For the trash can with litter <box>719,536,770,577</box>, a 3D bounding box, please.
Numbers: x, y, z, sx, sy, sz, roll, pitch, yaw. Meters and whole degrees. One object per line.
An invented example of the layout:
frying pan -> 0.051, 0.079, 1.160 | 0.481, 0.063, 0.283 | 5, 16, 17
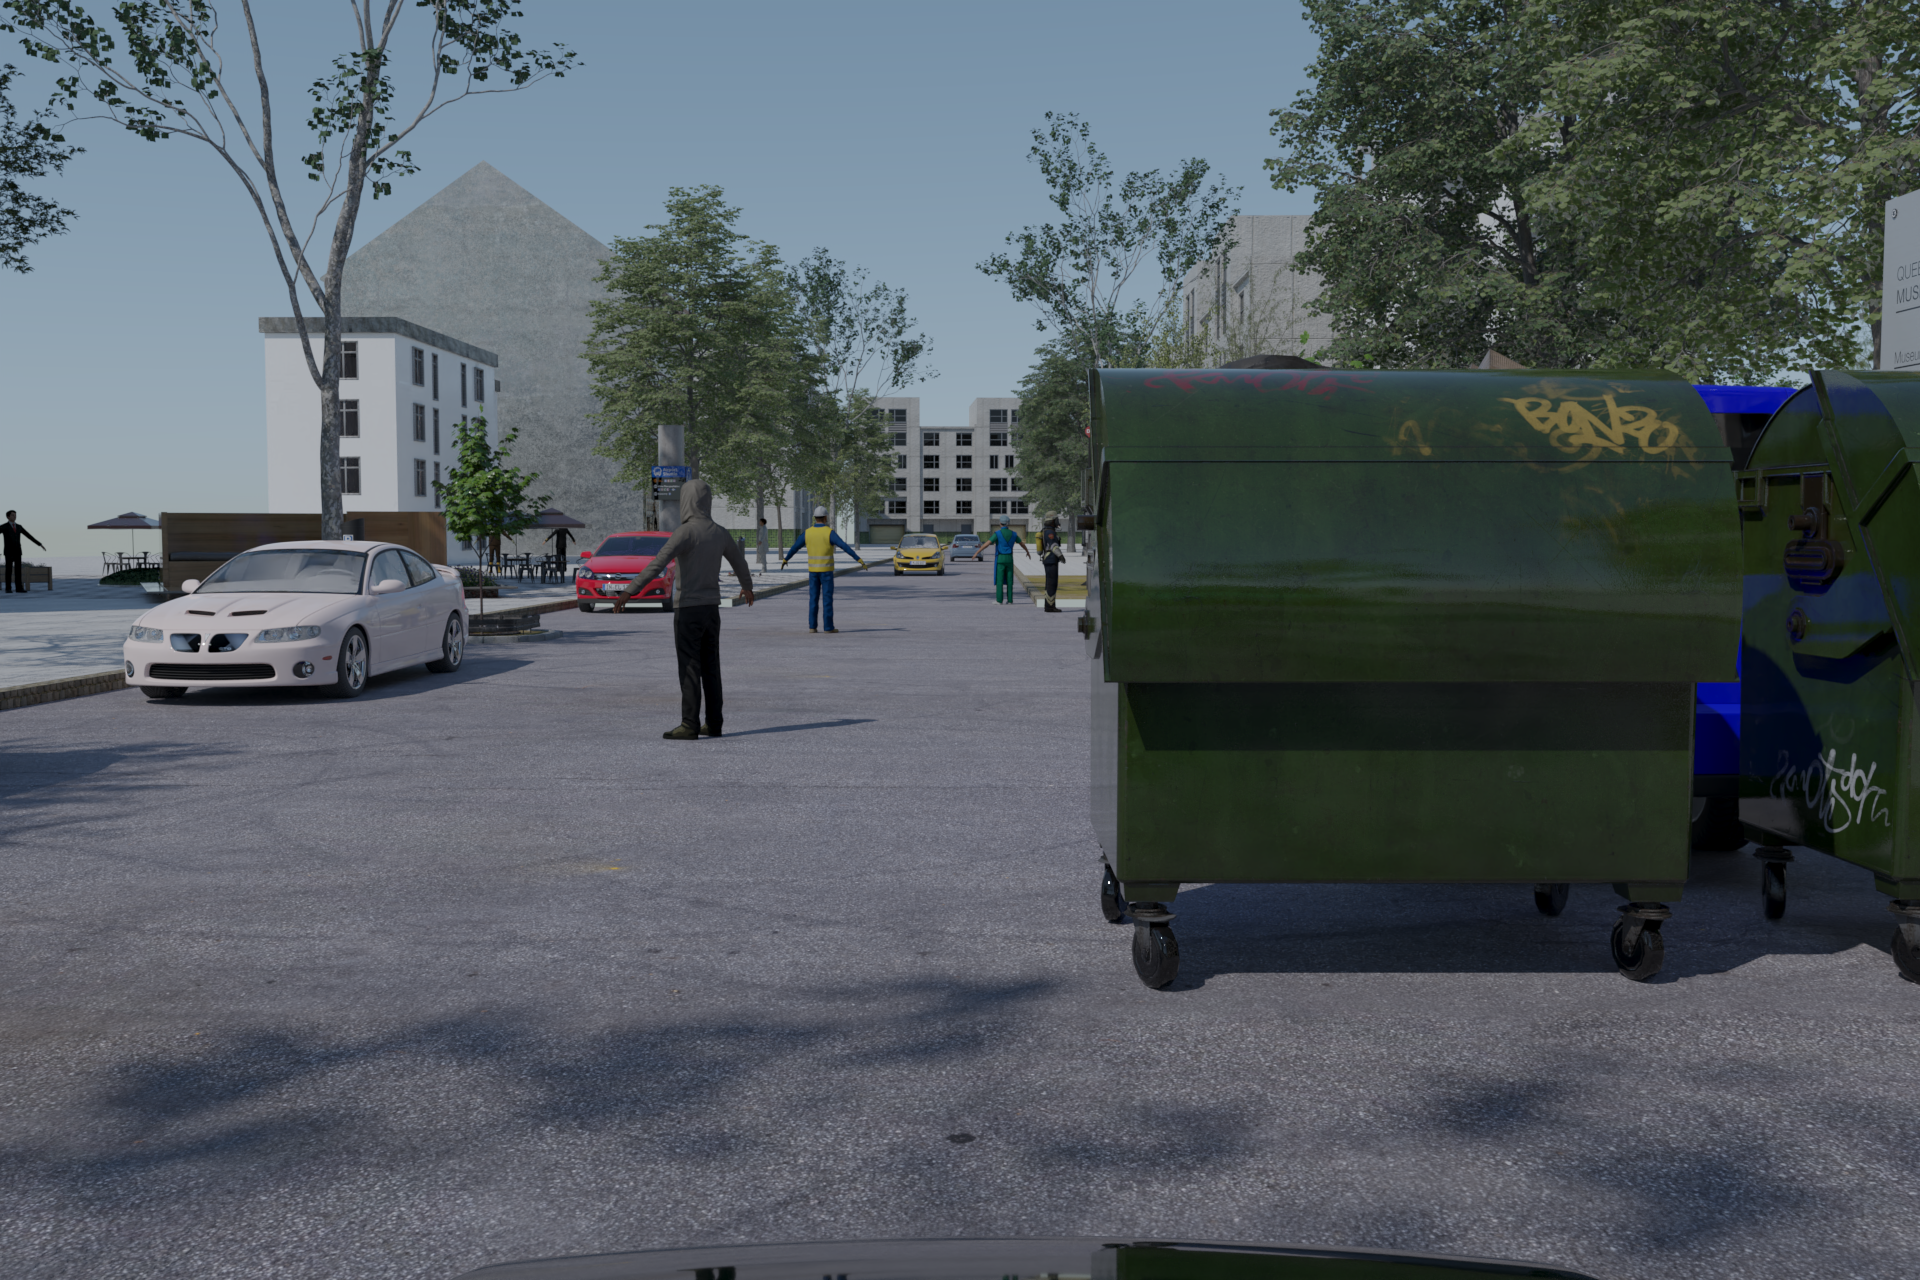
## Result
trash can with litter -> -6.553, -2.571, 53.100 | 1.678, 1.210, 2.233 | 0, 4, 2

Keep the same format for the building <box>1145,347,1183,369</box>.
building -> 27.463, -18.616, 170.835 | 16.747, 18.905, 31.486 | 0, 4, 1

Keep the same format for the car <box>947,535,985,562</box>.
car -> 0.341, -4.821, 90.829 | 2.014, 1.417, 4.499 | 0, 4, 0

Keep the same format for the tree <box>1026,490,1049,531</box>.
tree -> 7.376, -11.428, 137.208 | 4.360, 8.622, 3.978 | 0, 3, 0

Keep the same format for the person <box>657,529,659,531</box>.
person -> -7.661, -2.370, 45.477 | 1.216, 1.740, 0.721 | 1, 4, 16

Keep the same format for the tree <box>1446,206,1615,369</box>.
tree -> 12.297, -5.360, 37.993 | 4.360, 8.622, 3.978 | 0, 3, 0

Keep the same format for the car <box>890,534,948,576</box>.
car -> -1.405, -3.077, 60.528 | 2.015, 1.641, 3.980 | 0, 4, 1

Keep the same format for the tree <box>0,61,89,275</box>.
tree -> -12.221, -5.023, 16.537 | 8.767, 10.594, 7.601 | 3, 5, 40

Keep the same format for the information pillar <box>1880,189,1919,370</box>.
information pillar -> 6.599, -1.236, 11.518 | 0.184, 3.620, 1.656 | 0, 4, 1

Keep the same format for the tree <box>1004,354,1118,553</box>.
tree -> 7.615, -13.007, 119.321 | 9.857, 13.997, 8.962 | 0, 3, 0

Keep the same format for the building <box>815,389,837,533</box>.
building -> -24.396, -22.735, 202.652 | 19.493, 23.208, 18.063 | 0, 3, 0

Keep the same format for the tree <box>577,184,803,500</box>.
tree -> -8.799, -8.460, 56.444 | 7.486, 12.596, 7.792 | 0, 3, 0

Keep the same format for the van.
van -> 2.657, -0.313, 9.509 | 2.240, 2.365, 5.245 | 0, 4, 1

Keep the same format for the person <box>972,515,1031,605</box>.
person -> 0.885, -1.630, 35.230 | 1.347, 1.817, 0.704 | -2, 4, -27

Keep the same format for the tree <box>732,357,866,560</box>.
tree -> -8.720, -9.193, 84.725 | 8.767, 10.594, 7.601 | 0, 4, -1

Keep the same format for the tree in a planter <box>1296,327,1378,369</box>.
tree in a planter -> 3.043, -1.090, 15.048 | 1.991, 3.239, 1.994 | 0, 4, 2

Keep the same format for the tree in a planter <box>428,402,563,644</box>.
tree in a planter -> -6.538, -1.611, 23.569 | 1.991, 3.239, 1.994 | 0, 4, 1

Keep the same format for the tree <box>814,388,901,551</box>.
tree -> -8.124, -13.204, 134.016 | 7.486, 12.596, 7.792 | 0, 3, 0

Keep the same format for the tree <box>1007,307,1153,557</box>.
tree -> 7.324, -11.713, 98.171 | 9.857, 13.997, 8.962 | 0, 3, 0

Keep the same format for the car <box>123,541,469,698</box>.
car -> -6.177, -0.262, 16.642 | 2.083, 1.381, 4.827 | 0, 4, 1

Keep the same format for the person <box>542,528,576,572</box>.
person -> -13.545, -3.229, 58.730 | 0.705, 1.837, 1.347 | 3, 5, 41

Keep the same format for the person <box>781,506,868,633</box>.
person -> -1.999, -1.019, 25.079 | 1.349, 1.833, 0.705 | 1, 4, 17

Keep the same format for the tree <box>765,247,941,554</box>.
tree -> -7.668, -15.703, 112.641 | 12.611, 20.169, 13.585 | 0, 3, 0

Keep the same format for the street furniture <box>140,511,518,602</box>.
street furniture -> -12.638, -1.843, 36.987 | 9.812, 1.723, 11.010 | -2, 4, -26

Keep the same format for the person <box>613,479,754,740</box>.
person -> -1.865, -0.219, 12.161 | 0.705, 1.813, 1.348 | 2, 4, 35

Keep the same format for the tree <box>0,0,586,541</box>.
tree -> -12.734, -10.844, 33.185 | 12.611, 20.169, 13.585 | 0, 3, 0

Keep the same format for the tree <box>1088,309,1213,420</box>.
tree -> 6.518, -6.523, 57.010 | 4.737, 8.622, 4.395 | 0, 3, 0

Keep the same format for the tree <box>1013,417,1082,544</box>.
tree -> 8.094, -11.937, 129.581 | 8.767, 10.594, 7.601 | 0, 4, 5

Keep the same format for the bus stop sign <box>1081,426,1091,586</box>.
bus stop sign -> 3.439, -3.319, 42.976 | 0.855, 3.939, 0.416 | 0, 4, 1

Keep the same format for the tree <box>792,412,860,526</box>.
tree -> -7.920, -9.079, 98.803 | 4.737, 8.622, 4.395 | 0, 3, 0

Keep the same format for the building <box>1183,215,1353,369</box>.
building -> 23.536, -14.570, 104.680 | 16.747, 18.905, 31.486 | 0, 4, 1

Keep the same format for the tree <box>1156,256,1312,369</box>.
tree -> 7.766, -5.806, 45.288 | 4.360, 8.622, 3.978 | 0, 3, 0

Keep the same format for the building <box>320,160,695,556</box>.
building -> -27.985, -17.154, 111.403 | 19.493, 23.208, 18.063 | 0, 3, 0

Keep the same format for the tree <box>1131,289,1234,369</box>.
tree -> 6.837, -6.203, 51.774 | 4.737, 8.622, 4.395 | 0, 3, 0

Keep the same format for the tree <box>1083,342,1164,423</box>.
tree -> 6.794, -7.165, 67.511 | 4.737, 8.622, 4.395 | 0, 3, 0

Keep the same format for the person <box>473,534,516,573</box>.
person -> -15.257, -3.098, 56.792 | 1.346, 1.812, 0.704 | -1, 4, -14

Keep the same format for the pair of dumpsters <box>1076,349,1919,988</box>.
pair of dumpsters -> 2.616, -0.061, 5.946 | 4.436, 2.255, 1.574 | 0, 3, 0

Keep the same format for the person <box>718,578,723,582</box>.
person -> -6.482, -2.277, 46.488 | 0.599, 1.433, 0.991 | 1, 4, 21

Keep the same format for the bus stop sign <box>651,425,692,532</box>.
bus stop sign -> -7.002, -3.247, 42.104 | 0.837, 3.901, 0.837 | 0, 4, 1

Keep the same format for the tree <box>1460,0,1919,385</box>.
tree -> 8.668, -6.026, 16.659 | 7.486, 12.596, 7.792 | 0, 3, 0

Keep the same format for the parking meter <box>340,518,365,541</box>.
parking meter -> -9.602, -1.161, 27.389 | 0.372, 1.533, 0.369 | 0, 3, 0

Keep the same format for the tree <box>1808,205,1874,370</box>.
tree -> 19.261, -5.235, 35.957 | 4.360, 8.622, 3.978 | 0, 3, 0

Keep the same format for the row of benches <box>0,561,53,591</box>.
row of benches -> -22.660, -1.506, 40.084 | 4.104, 0.672, 1.422 | 2, 4, 26

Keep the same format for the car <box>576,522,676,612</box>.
car -> -6.086, -1.477, 33.186 | 2.155, 1.783, 4.494 | 0, 4, 1

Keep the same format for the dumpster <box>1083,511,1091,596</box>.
dumpster -> 3.126, -1.359, 30.444 | 1.865, 1.857, 1.264 | 0, 4, 0

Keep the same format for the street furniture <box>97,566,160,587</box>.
street furniture -> -19.641, -1.917, 46.963 | 5.734, 0.657, 10.072 | -1, 4, -9

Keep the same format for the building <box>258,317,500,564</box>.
building -> -26.124, -8.500, 81.125 | 9.099, 9.664, 28.070 | 0, 4, 1

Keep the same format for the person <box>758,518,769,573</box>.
person -> -6.561, -3.141, 57.540 | 0.705, 1.806, 1.347 | 0, 4, -5

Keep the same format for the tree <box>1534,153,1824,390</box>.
tree -> 18.676, -7.353, 45.985 | 9.928, 11.665, 9.643 | 0, 3, 0

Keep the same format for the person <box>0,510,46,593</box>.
person -> -20.583, -1.926, 37.670 | 0.705, 1.806, 1.347 | 2, 4, 32

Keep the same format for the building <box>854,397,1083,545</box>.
building -> 1.695, -22.130, 230.747 | 31.486, 18.905, 16.747 | 0, 4, -3

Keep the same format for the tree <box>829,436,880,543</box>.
tree -> -8.454, -10.682, 125.008 | 4.360, 8.622, 3.978 | 0, 3, 0

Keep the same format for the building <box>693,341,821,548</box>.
building -> -23.611, -18.819, 174.145 | 16.747, 18.905, 31.486 | 0, 3, 0

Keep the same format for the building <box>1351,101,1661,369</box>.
building -> 23.983, -13.815, 82.303 | 16.016, 20.090, 11.380 | 0, 4, 1

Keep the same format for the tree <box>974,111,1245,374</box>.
tree -> 5.860, -13.702, 79.915 | 12.611, 20.169, 13.585 | 0, 3, 0

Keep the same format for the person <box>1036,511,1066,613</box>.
person -> 1.702, -1.435, 31.700 | 0.705, 1.856, 1.354 | 0, 4, -7

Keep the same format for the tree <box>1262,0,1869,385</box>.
tree -> 9.661, -7.435, 28.226 | 9.857, 13.997, 8.962 | 0, 3, 0

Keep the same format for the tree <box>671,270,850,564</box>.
tree -> -8.567, -9.558, 74.400 | 7.486, 12.596, 7.792 | 0, 3, 0
